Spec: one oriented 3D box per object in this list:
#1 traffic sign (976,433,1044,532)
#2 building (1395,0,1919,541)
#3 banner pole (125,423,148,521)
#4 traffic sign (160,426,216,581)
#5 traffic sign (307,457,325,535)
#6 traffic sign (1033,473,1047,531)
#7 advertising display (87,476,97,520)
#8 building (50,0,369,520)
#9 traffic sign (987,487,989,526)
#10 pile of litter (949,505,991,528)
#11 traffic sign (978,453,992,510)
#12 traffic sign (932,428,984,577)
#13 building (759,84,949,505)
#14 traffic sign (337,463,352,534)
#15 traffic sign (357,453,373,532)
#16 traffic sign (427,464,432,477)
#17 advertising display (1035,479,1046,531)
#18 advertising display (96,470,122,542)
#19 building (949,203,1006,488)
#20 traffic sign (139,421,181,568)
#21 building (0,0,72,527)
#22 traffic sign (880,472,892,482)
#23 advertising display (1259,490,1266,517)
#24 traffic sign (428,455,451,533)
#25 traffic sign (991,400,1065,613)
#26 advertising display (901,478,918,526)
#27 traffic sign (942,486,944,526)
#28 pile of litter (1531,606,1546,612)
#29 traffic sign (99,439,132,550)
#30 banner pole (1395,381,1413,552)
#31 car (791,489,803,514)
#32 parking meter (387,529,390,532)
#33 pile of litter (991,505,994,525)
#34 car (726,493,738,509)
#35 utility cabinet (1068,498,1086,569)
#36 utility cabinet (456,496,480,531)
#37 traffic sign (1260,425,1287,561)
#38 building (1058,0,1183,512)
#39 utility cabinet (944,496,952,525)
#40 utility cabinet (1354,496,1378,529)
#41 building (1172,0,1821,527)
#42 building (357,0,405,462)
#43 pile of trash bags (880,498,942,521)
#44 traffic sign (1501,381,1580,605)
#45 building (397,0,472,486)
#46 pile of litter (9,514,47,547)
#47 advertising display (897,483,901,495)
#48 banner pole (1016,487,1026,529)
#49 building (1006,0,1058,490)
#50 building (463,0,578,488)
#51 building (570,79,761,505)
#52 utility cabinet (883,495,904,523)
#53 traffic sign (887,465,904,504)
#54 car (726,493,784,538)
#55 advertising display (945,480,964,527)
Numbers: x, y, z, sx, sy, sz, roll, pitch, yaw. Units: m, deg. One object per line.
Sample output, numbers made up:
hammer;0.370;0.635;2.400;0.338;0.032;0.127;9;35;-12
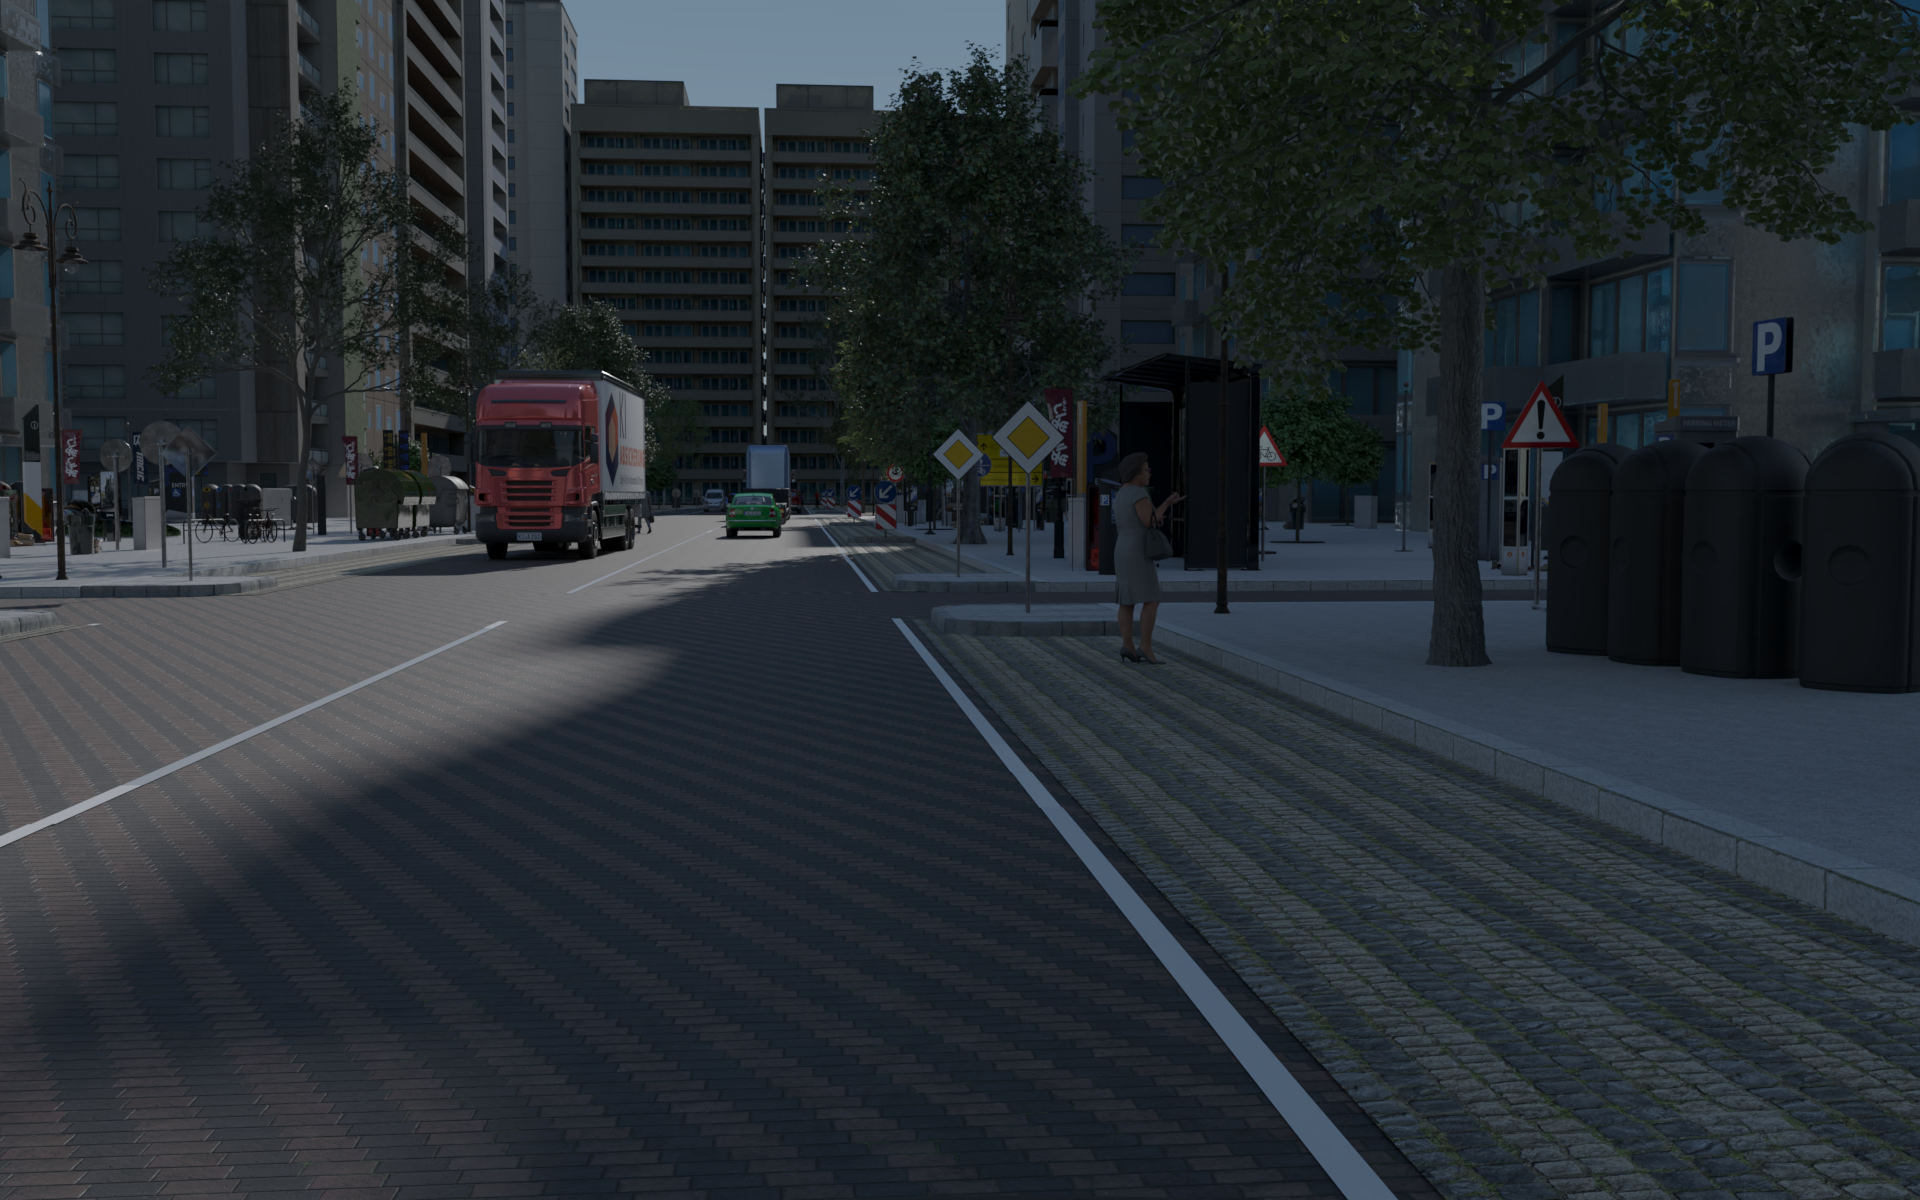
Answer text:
traffic sign;1.656;-3.912;57.826;2.265;3.308;0.079;0;3;0
building;29.048;-26.406;51.345;30.456;49.044;23.786;0;4;-5
banner pole;-28.966;-4.333;60.859;0.863;3.779;0.401;-2;4;-32
traffic sign;-11.373;-1.340;25.558;0.795;2.450;0.064;0;4;-5
traffic sign;-20.315;-3.254;54.380;0.795;2.450;0.064;0;4;-1
traffic sign;2.570;-3.657;59.790;0.884;2.594;0.081;0;4;2
advertising display;-30.126;-3.391;60.658;0.123;1.923;0.974;1;4;17
building;-40.098;-24.886;90.486;14.154;41.232;14.086;0;4;-5
traffic sign;1.114;-4.254;69.658;0.768;2.556;0.104;0;4;3
pile of litter;0.109;-3.166;65.731;1.176;0.858;1.719;3;4;37
traffic sign;0.576;-3.211;52.601;0.768;2.556;0.104;0;4;4
traffic sign;-0.028;-1.405;26.616;0.795;2.450;0.064;0;4;-5
building;-12.748;-35.809;209.176;21.600;48.544;21.300;0;4;-5
traffic sign;-19.563;-3.399;55.583;0.884;2.594;0.081;0;4;1
traffic sign;-18.463;-3.256;53.335;0.768;2.556;0.104;0;4;-3
traffic sign;-22.765;-4.536;74.275;0.768;2.556;0.104;0;3;0
advertising display;2.835;-3.418;61.102;0.123;1.923;0.974;-1;4;-13
advertising display;-23.009;-2.552;46.934;0.974;1.923;0.123;3;4;38
building;5.377;-34.107;207.764;14.200;45.320;14.600;0;4;-5
traffic sign;-13.897;-1.839;30.178;0.768;2.556;0.104;0;4;-3
building;-44.018;-26.573;54.075;23.786;49.044;30.456;0;4;-5
traffic sign;-4.228;-6.064;99.248;0.768;2.556;0.104;0;4;-5
advertising display;8.739;-2.874;52.205;0.974;1.923;0.123;1;4;18
traffic sign;-17.042;-3.463;56.726;0.768;2.556;0.104;0;4;-1
traffic sign;0.731;-0.919;18.667;0.795;2.450;0.064;0;4;-5
advertising display;-1.996;-3.968;70.095;0.123;1.923;0.974;2;4;28
traffic sign;-0.696;-4.259;69.741;0.768;2.556;0.104;0;4;2
pile of litter;7.142;-0.324;19.260;1.719;0.858;1.176;0;4;-6
traffic sign;-19.384;-2.426;39.778;0.768;2.556;0.104;0;4;3
banner pole;9.956;-2.985;38.816;0.401;3.779;0.863;1;4;10
car;-12.563;-7.168;125.874;2.281;1.827;5.304;0;4;-5
parking meter;-18.994;-3.032;57.989;0.372;1.533;0.369;0;3;0
pile of litter;1.308;-3.500;71.182;1.719;0.858;1.176;1;4;22
car;-22.436;-9.966;172.538;1.945;1.707;3.694;0;4;-6
utility cabinet;2.168;-1.169;30.281;0.306;1.237;1.020;-1;4;-12
utility cabinet;-17.404;-3.065;61.268;0.306;1.237;1.020;2;4;35
traffic sign;5.766;-2.013;32.916;0.884;2.594;0.081;0;4;1
building;17.513;-35.525;122.838;21.231;58.520;28.212;0;4;-5
utility cabinet;-0.510;-3.671;71.190;0.306;1.237;1.020;0;4;-5
utility cabinet;15.045;-3.243;64.184;0.306;1.237;1.020;-2;4;-24
building;23.506;-28.656;88.132;23.786;49.044;30.456;0;4;-5
building;-42.581;-27.808;104.773;14.600;45.320;14.200;0;4;-5
pile of trash bags;-2.782;-5.049;92.305;3.447;1.369;1.912;-3;5;-43
traffic sign;6.684;-1.223;20.005;0.884;2.594;0.081;0;4;4
building;-47.665;-30.485;122.139;21.300;48.544;21.600;0;4;-5
pile of litter;-23.269;-1.742;42.449;1.719;0.858;1.176;-3;5;-43
advertising display;-3.148;-5.848;100.832;0.974;1.923;0.123;-1;4;-9
banner pole;2.361;-4.502;63.632;0.401;3.779;0.863;2;4;30
building;18.840;-34.363;151.067;28.713;52.752;27.495;0;4;-5
building;-59.471;-40.510;204.338;28.212;58.520;21.231;0;4;-5
building;-34.230;-35.670;206.914;21.600;48.544;21.300;0;4;-5
utility cabinet;-2.879;-4.029;77.038;1.020;1.237;0.306;1;4;9
traffic sign;-2.730;-4.485;73.443;0.768;2.556;0.104;0;3;0
car;-6.916;-3.028;58.309;1.959;1.807;4.718;0;4;-5
advertising display;-0.099;-3.826;67.773;0.974;1.923;0.123;0;4;4
